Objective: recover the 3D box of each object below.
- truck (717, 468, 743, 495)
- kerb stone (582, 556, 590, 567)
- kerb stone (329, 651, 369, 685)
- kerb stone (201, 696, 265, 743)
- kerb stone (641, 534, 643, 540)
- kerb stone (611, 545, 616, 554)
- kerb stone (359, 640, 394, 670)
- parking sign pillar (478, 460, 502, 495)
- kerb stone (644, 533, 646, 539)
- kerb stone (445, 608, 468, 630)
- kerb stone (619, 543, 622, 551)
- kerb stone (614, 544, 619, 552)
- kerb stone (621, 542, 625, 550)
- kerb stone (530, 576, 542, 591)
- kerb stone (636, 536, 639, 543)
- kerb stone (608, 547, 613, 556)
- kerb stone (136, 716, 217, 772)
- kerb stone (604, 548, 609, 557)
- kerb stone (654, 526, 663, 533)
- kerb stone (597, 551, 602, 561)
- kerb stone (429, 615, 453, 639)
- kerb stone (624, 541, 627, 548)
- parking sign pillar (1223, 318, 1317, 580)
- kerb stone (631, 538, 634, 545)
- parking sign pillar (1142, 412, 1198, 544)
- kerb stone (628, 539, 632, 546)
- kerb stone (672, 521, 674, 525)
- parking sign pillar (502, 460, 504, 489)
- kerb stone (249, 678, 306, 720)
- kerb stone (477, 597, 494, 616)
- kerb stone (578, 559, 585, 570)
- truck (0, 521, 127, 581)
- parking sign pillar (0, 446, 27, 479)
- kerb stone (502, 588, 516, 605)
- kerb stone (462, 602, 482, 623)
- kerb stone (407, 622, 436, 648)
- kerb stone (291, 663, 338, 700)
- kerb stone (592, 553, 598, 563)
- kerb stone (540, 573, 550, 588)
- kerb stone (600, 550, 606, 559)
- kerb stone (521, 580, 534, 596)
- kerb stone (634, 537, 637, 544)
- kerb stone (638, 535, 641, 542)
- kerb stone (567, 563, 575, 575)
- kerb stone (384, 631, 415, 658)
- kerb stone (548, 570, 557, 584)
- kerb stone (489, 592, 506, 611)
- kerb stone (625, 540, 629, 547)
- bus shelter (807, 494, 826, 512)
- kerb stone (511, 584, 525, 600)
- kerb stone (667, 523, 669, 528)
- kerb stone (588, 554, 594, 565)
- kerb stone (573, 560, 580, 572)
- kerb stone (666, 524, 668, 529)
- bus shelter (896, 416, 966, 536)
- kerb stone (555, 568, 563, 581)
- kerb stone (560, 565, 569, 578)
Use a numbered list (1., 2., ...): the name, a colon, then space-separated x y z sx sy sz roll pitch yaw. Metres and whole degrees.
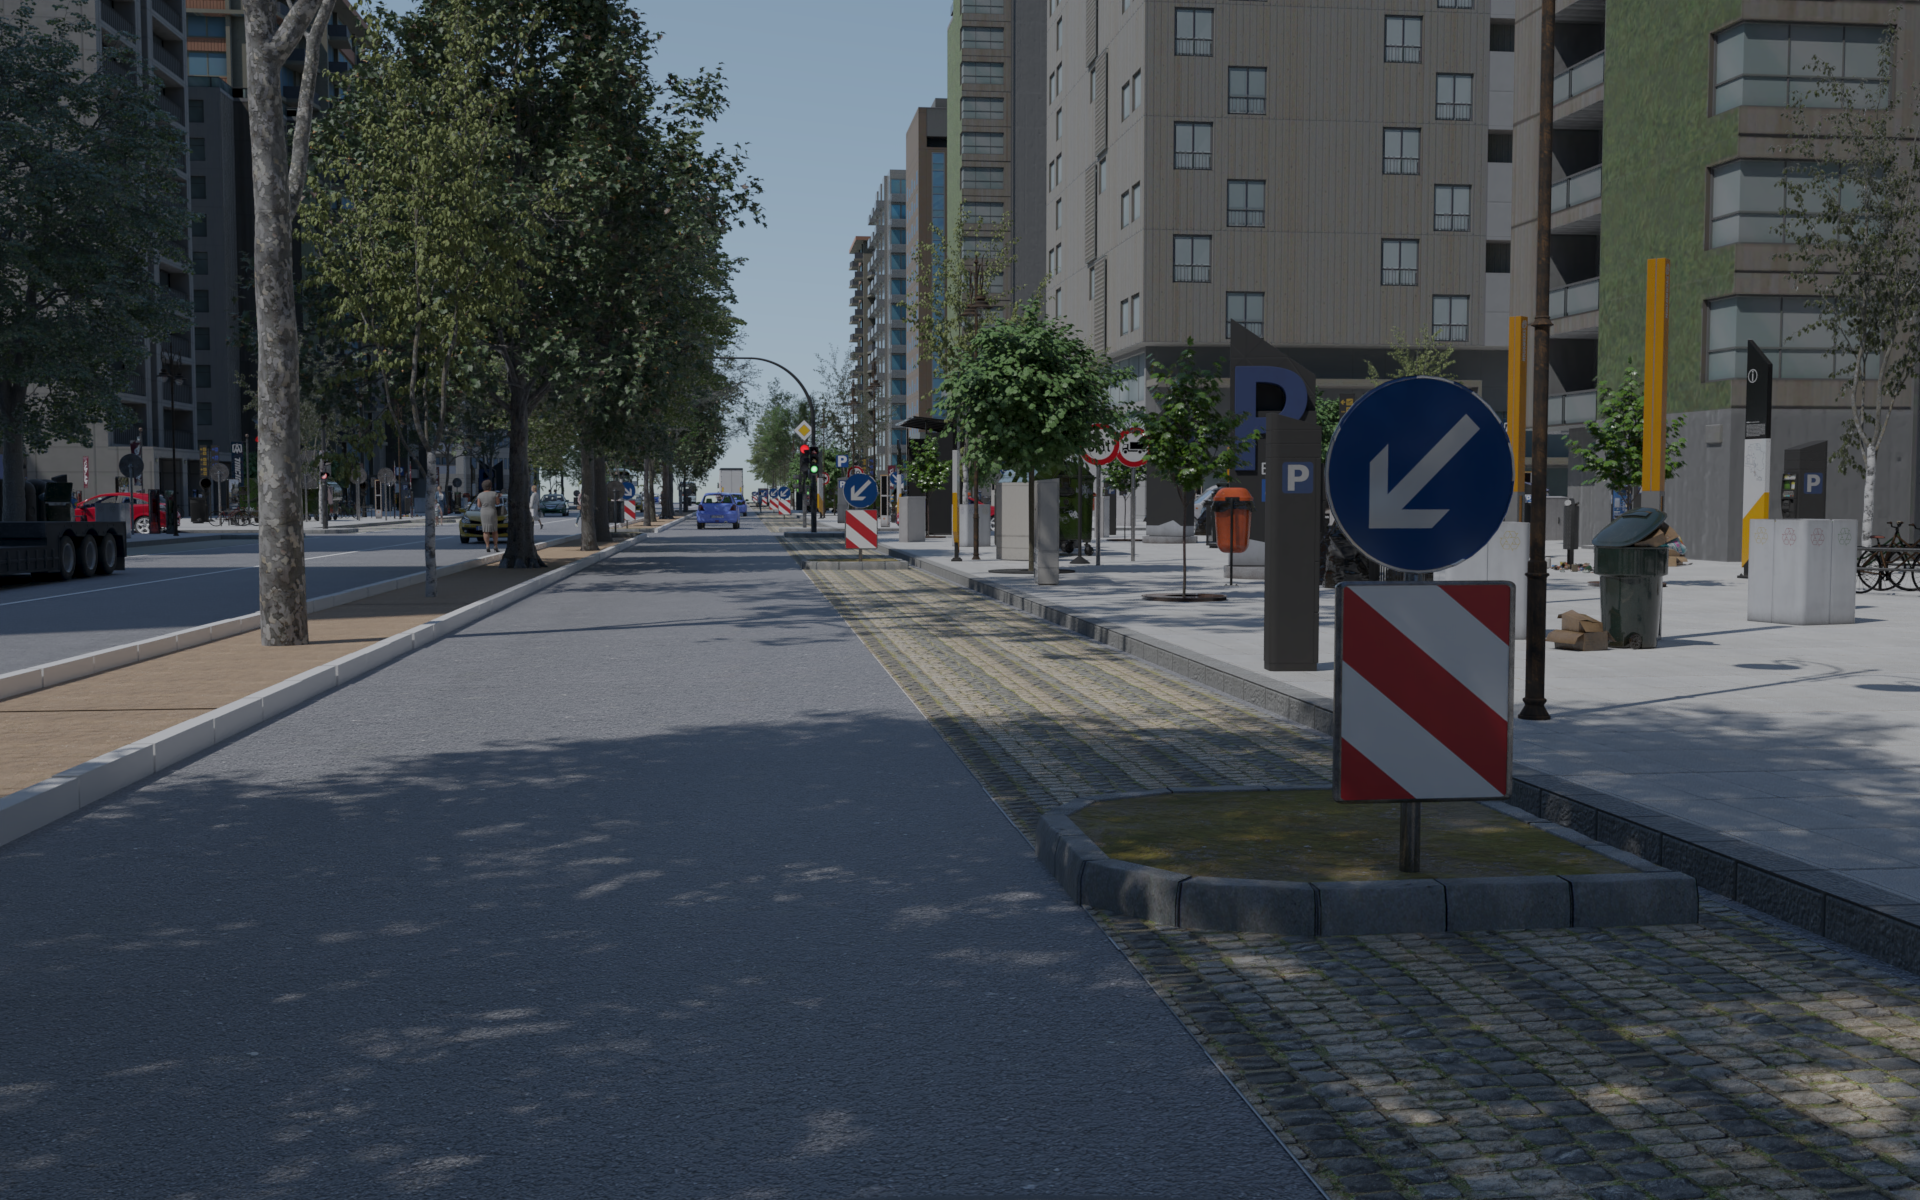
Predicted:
1. truck: -25.254 -12.348 190.795 2.839 4.237 11.283 -1 4 -9
2. kerb stone: -7.381 -0.709 33.802 0.120 0.150 1.000 0 4 -7
3. kerb stone: -4.782 0.534 13.465 0.120 0.150 1.000 0 4 -7
4. kerb stone: -4.394 0.724 10.416 0.120 0.150 1.000 0 4 -7
5. kerb stone: -9.712 -1.827 52.125 0.120 0.150 1.000 0 4 -7
6. kerb stone: -8.295 -1.146 40.939 0.120 0.150 1.000 0 4 -7
7. kerb stone: -4.916 0.477 14.481 0.120 0.150 1.000 0 4 -7
8. parking sign pillar: -36.618 -8.909 134.141 1.447 3.967 1.447 0 4 4
9. kerb stone: -9.978 -1.956 54.175 0.120 0.150 1.000 0 4 -7
10. kerb stone: -5.431 0.224 18.540 0.120 0.150 1.000 0 4 -7
11. kerb stone: -8.554 -1.270 42.975 0.120 0.150 1.000 0 4 -7
12. kerb stone: -8.431 -1.209 41.958 0.120 0.150 1.000 0 4 -7
13. kerb stone: -8.672 -1.333 43.991 0.120 0.150 1.000 0 4 -7
14. kerb stone: -6.347 -0.212 25.654 0.120 0.150 1.000 0 4 -7
15. kerb stone: -9.458 -1.706 50.096 0.120 0.150 1.000 0 4 -7
16. kerb stone: -8.162 -1.082 39.913 0.120 0.150 1.000 0 4 -7
17. kerb stone: -4.264 0.782 9.402 0.120 0.150 1.000 0 4 -7
18. kerb stone: -8.033 -1.016 38.899 0.120 0.150 1.000 0 4 -7
19. kerb stone: -11.467 -2.668 65.856 0.120 0.150 1.000 0 4 -7
20. kerb stone: -7.782 -0.897 36.853 0.120 0.150 1.000 0 4 -7
21. kerb stone: -5.297 0.286 17.526 0.120 0.150 1.000 0 4 -7
22. kerb stone: -8.813 -1.393 45.010 0.120 0.150 1.000 0 4 -7
23. parking sign pillar: 4.773 -2.323 26.456 1.447 3.967 1.447 0 4 7
24. kerb stone: -9.207 -1.582 48.060 0.120 0.150 1.000 0 4 -7
25. parking sign pillar: 5.492 -3.470 45.199 1.447 3.967 1.447 -3 5 -44
26. kerb stone: -9.066 -1.517 47.042 0.120 0.150 1.000 0 4 -7
27. kerb stone: -12.763 -3.293 76.040 0.120 0.150 1.000 0 4 -7
28. parking sign pillar: -36.669 -9.063 136.645 1.447 3.967 1.447 0 4 -6
29. kerb stone: -4.525 0.660 11.430 0.120 0.150 1.000 0 4 -7
30. kerb stone: -5.695 0.099 20.573 0.120 0.150 1.000 0 4 -7
31. kerb stone: -7.252 -0.643 32.788 0.120 0.150 1.000 0 4 -7
32. truck: -14.791 -1.955 21.715 2.967 4.110 18.799 -1 4 -9
33. parking sign pillar: -46.609 -5.912 85.130 1.447 3.967 1.447 -1 4 -13
34. kerb stone: -5.956 -0.022 22.601 0.120 0.150 1.000 0 4 -7
35. kerb stone: -5.567 0.162 19.559 0.120 0.150 1.000 0 4 -7
36. kerb stone: -5.170 0.349 16.512 0.120 0.150 1.000 0 4 -7
37. kerb stone: -4.663 0.598 12.443 0.120 0.150 1.000 0 4 -7
38. kerb stone: -7.642 -0.830 35.841 0.120 0.150 1.000 0 4 -7
39. kerb stone: -6.474 -0.274 26.680 0.120 0.150 1.000 0 4 -7
40. kerb stone: -7.901 -0.956 37.885 0.120 0.150 1.000 0 4 -7
41. kerb stone: -6.214 -0.149 24.632 0.120 0.150 1.000 0 4 -7
42. kerb stone: -9.325 -1.644 49.075 0.120 0.150 1.000 0 4 -7
43. kerb stone: -9.585 -1.764 51.111 0.120 0.150 1.000 0 4 -7
44. kerb stone: -6.992 -0.523 30.752 0.120 0.150 1.000 0 4 -7
45. kerb stone: -5.056 0.415 15.494 0.120 0.150 1.000 0 4 -7
46. kerb stone: -6.606 -0.336 27.693 0.120 0.150 1.000 0 4 -7
47. kerb stone: -5.819 0.037 21.587 0.120 0.150 1.000 0 4 -7
48. kerb stone: -8.944 -1.456 46.027 0.120 0.150 1.000 0 4 -7
49. bus shelter: -10.582 -8.176 124.963 1.731 3.624 6.357 0 4 -7
50. kerb stone: -6.085 -0.087 23.616 0.120 0.150 1.000 0 4 -7
51. kerb stone: -12.110 -2.982 70.954 0.120 0.150 1.000 0 4 -7
52. kerb stone: -7.517 -0.772 34.821 0.120 0.150 1.000 0 4 -7
53. kerb stone: -7.124 -0.585 31.765 0.120 0.150 1.000 0 4 -7
54. kerb stone: -11.986 -2.919 69.931 0.120 0.150 1.000 0 4 -7
55. bus shelter: -0.915 -3.912 55.242 1.731 3.624 6.357 0 4 -7
56. kerb stone: -6.733 -0.398 28.711 0.120 0.150 1.000 0 4 -7
57. kerb stone: -6.862 -0.457 29.732 0.120 0.150 1.000 0 4 -7
